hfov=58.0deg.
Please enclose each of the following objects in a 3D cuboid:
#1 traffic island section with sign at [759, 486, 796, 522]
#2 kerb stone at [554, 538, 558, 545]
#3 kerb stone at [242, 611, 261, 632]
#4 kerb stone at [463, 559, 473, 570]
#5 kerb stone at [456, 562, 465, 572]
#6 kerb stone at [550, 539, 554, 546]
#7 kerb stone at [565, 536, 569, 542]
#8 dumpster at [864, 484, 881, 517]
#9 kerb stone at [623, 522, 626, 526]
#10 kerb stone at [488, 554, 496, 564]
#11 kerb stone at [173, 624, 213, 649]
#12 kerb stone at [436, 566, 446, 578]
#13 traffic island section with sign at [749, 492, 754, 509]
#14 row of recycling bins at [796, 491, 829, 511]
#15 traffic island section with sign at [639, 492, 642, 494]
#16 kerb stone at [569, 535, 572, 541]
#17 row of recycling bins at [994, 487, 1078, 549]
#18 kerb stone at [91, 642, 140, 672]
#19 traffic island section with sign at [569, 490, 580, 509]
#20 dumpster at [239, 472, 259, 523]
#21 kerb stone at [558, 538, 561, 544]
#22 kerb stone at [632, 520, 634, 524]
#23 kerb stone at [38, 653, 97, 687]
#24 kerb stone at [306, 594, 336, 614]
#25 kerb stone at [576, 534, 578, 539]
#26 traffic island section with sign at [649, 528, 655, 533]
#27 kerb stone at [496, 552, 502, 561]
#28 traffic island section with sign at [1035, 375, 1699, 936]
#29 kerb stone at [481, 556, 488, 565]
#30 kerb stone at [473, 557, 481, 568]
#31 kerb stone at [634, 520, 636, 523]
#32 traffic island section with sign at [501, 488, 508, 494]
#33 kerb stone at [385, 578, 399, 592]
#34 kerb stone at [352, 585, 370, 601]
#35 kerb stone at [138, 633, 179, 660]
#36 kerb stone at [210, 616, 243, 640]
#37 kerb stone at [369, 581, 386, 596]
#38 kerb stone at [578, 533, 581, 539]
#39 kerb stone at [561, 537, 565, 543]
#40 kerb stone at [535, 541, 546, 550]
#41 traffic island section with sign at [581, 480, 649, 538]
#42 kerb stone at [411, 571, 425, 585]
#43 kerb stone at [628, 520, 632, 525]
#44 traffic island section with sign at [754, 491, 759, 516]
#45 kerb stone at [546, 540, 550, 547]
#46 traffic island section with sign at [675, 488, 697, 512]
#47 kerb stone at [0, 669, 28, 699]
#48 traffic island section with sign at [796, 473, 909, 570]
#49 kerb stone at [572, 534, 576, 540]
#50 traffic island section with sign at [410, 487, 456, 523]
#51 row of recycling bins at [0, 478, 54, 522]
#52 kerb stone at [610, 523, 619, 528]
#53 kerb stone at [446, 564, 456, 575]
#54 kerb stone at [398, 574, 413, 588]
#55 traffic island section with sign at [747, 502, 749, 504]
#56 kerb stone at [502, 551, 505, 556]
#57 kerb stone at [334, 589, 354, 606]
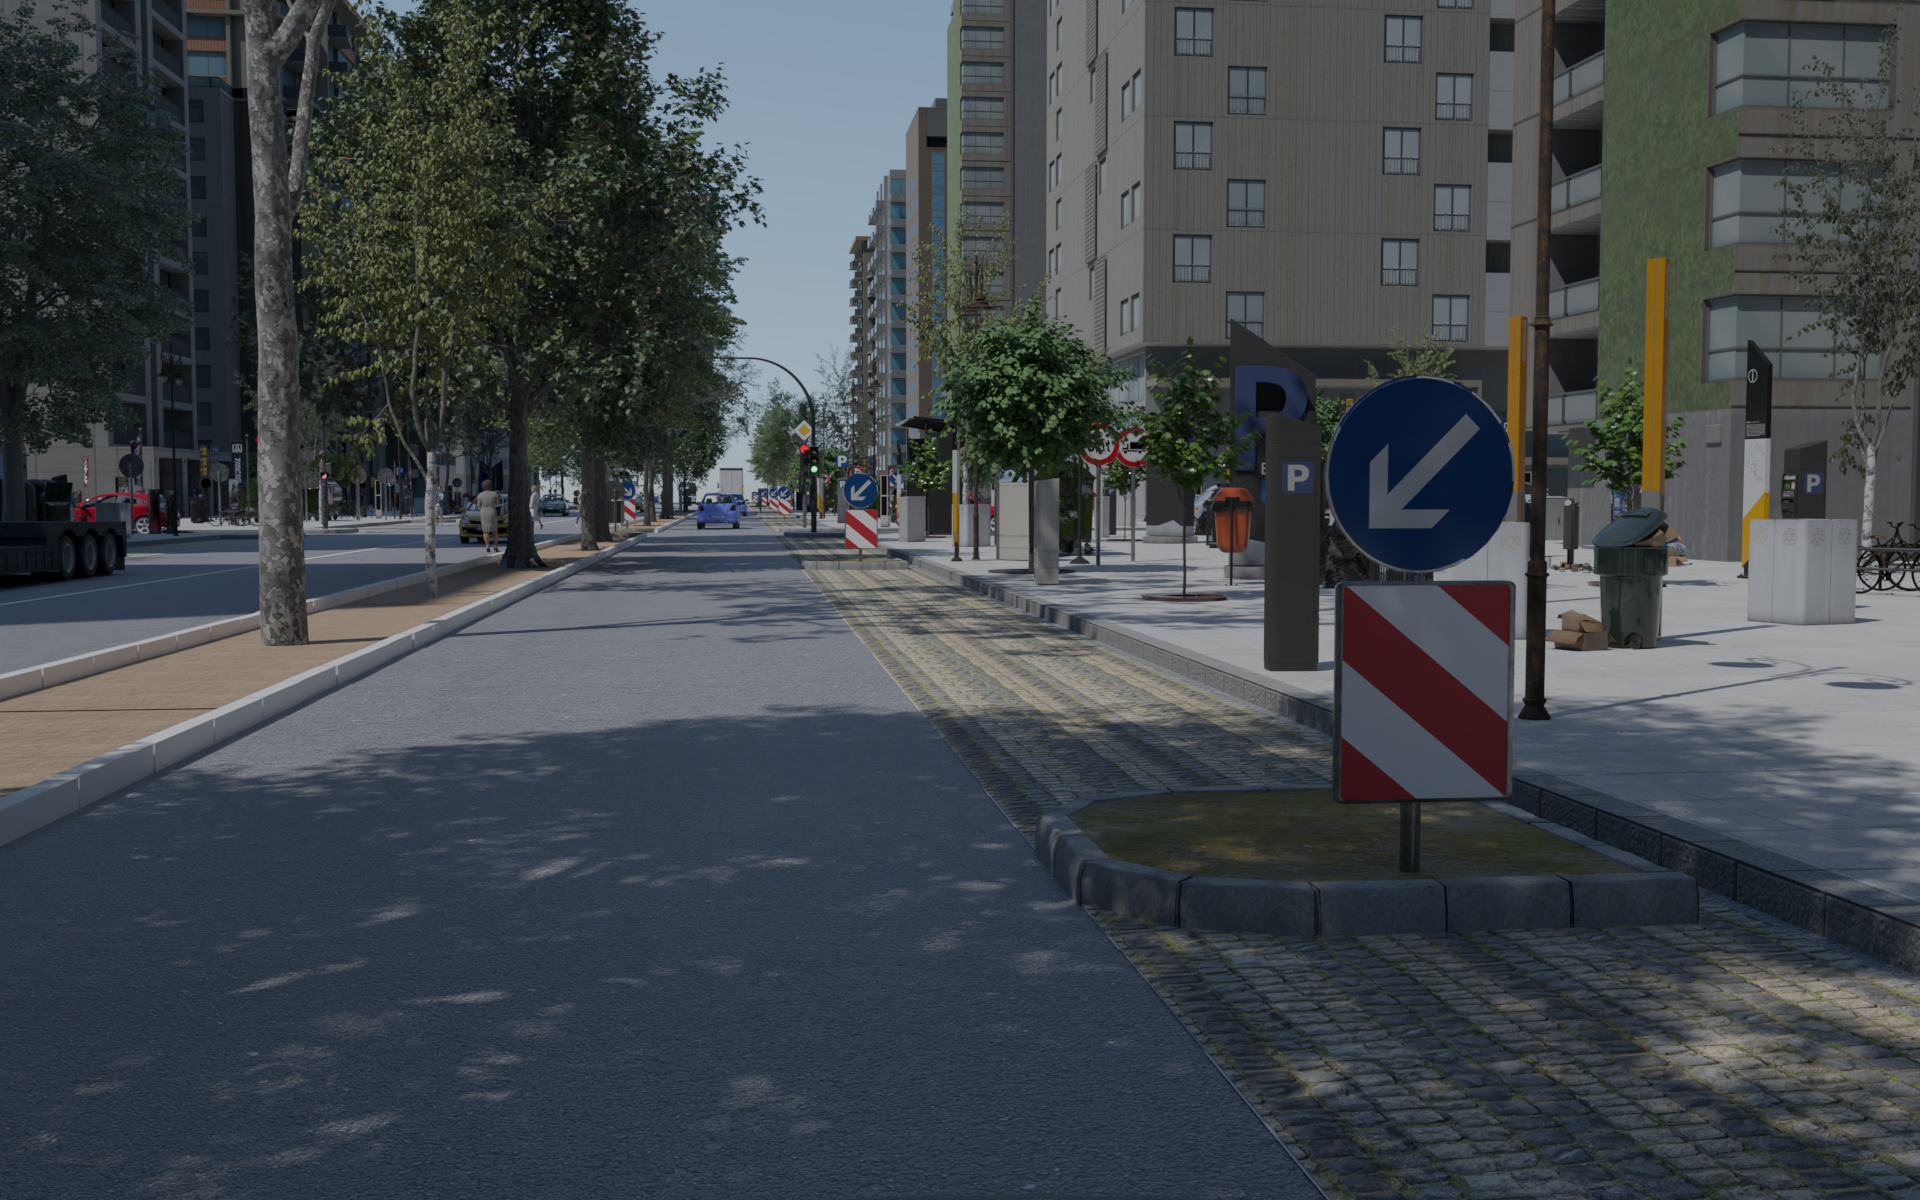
[{"bbox_3d":[-9.072,-4.867,88.204,1.989,1.847,2.006,0,4,-7],"label":"traffic island section with sign"},{"bbox_3d":[-11.291,-1.567,47.815,0.120,0.150,1.000,0,4,-7],"label":"kerb stone"},{"bbox_3d":[-7.522,0.244,18.318,0.120,0.150,1.000,0,4,-7],"label":"kerb stone"},{"bbox_3d":[-9.339,-0.635,32.576,0.120,0.150,1.000,0,4,-7],"label":"kerb stone"},{"bbox_3d":[-9.213,-0.569,31.554,0.120,0.150,1.000,0,4,-7],"label":"kerb stone"},{"bbox_3d":[-11.153,-1.505,46.802,0.120,0.150,1.000,0,4,-7],"label":"kerb stone"},{"bbox_3d":[-11.676,-1.742,50.861,0.120,0.150,1.000,0,4,-7],"label":"kerb stone"},{"bbox_3d":[-5.040,-5.670,95.202,1.502,2.255,1.985,0,4,-7],"label":"dumpster"},{"bbox_3d":[-14.979,-3.335,76.762,0.120,0.150,1.000,0,4,-7],"label":"kerb stone"},{"bbox_3d":[-9.735,-0.821,35.617,0.120,0.150,1.000,0,4,-7],"label":"kerb stone"},{"bbox_3d":[-7.261,0.362,16.288,0.120,0.150,1.000,0,4,-7],"label":"kerb stone"},{"bbox_3d":[-8.955,-0.448,29.526,0.120,0.150,1.000,0,4,-7],"label":"kerb stone"},{"bbox_3d":[-18.695,-9.482,163.656,1.989,1.847,2.006,0,4,-7],"label":"traffic island section with sign"},{"bbox_3d":[-11.547,-7.846,135.389,3.534,1.692,1.069,3,5,43],"label":"row of recycling bins"},{"bbox_3d":[-49.872,-16.080,271.527,1.989,1.847,2.006,0,4,-7],"label":"traffic island section with sign"},{"bbox_3d":[-11.808,-1.815,51.877,0.120,0.150,1.000,0,4,-7],"label":"kerb stone"},{"bbox_3d":[1.817,-2.149,42.244,1.069,1.692,3.534,-2,4,-24],"label":"row of recycling bins"},{"bbox_3d":[-7.006,0.486,14.259,0.120,0.150,1.000,0,4,-7],"label":"kerb stone"},{"bbox_3d":[-36.007,-9.436,162.904,1.989,1.847,2.006,0,4,-7],"label":"traffic island section with sign"},{"bbox_3d":[-31.574,-4.556,76.978,1.502,2.255,1.985,0,4,-7],"label":"dumpster"},{"bbox_3d":[-11.421,-1.628,48.829,0.120,0.150,1.000,0,4,-7],"label":"kerb stone"},{"bbox_3d":[-15.629,-3.648,81.844,0.120,0.150,1.000,0,4,-7],"label":"kerb stone"},{"bbox_3d":[-6.871,0.548,13.243,0.120,0.150,1.000,0,4,-7],"label":"kerb stone"},{"bbox_3d":[-7.911,0.050,21.374,0.120,0.150,1.000,0,4,-7],"label":"kerb stone"},{"bbox_3d":[-12.066,-1.940,53.907,0.120,0.150,1.000,0,4,-7],"label":"kerb stone"},{"bbox_3d":[-12.393,-3.459,64.690,2.006,1.907,1.989,0,4,-7],"label":"traffic island section with sign"},{"bbox_3d":[-9.863,-0.883,36.634,0.120,0.150,1.000,0,4,-7],"label":"kerb stone"},{"bbox_3d":[1.340,0.127,6.548,1.989,1.847,2.006,0,4,-7],"label":"traffic island section with sign"},{"bbox_3d":[-9.610,-0.754,34.602,0.120,0.150,1.000,0,4,-7],"label":"kerb stone"},{"bbox_3d":[-9.471,-0.697,33.589,0.120,0.150,1.000,0,4,-7],"label":"kerb stone"},{"bbox_3d":[-15.888,-3.772,83.871,0.120,0.150,1.000,0,4,-7],"label":"kerb stone"},{"bbox_3d":[-29.659,-6.390,113.105,1.989,1.847,2.006,0,4,-7],"label":"traffic island section with sign"},{"bbox_3d":[-8.440,-0.198,25.445,0.120,0.150,1.000,0,4,-7],"label":"kerb stone"},{"bbox_3d":[-8.176,-0.074,23.407,0.120,0.150,1.000,0,4,-7],"label":"kerb stone"},{"bbox_3d":[-7.133,0.427,15.273,0.120,0.150,1.000,0,4,-7],"label":"kerb stone"},{"bbox_3d":[-7.391,0.299,17.304,0.120,0.150,1.000,0,4,-7],"label":"kerb stone"},{"bbox_3d":[-8.301,-0.136,24.427,0.120,0.150,1.000,0,4,-7],"label":"kerb stone"},{"bbox_3d":[-12.192,-2.000,54.922,0.120,0.150,1.000,0,4,-7],"label":"kerb stone"},{"bbox_3d":[-11.548,-1.689,49.846,0.120,0.150,1.000,0,4,-7],"label":"kerb stone"},{"bbox_3d":[-10.894,-1.381,44.770,0.120,0.150,1.000,0,4,-7],"label":"kerb stone"},{"bbox_3d":[-11.465,-3.009,57.341,2.006,1.907,1.989,0,4,-7],"label":"traffic island section with sign"},{"bbox_3d":[-8.686,-0.324,27.488,0.120,0.150,1.000,0,4,-7],"label":"kerb stone"},{"bbox_3d":[-15.500,-3.580,80.830,0.120,0.150,1.000,0,4,-7],"label":"kerb stone"},{"bbox_3d":[-12.484,-6.509,115.048,1.989,1.847,2.006,0,4,-7],"label":"traffic island section with sign"},{"bbox_3d":[-11.033,-1.442,45.785,0.120,0.150,1.000,0,4,-7],"label":"kerb stone"},{"bbox_3d":[-21.912,-8.018,139.225,2.006,1.907,1.989,0,4,-7],"label":"traffic island section with sign"},{"bbox_3d":[-6.746,0.610,12.228,0.120,0.150,1.000,0,4,-7],"label":"kerb stone"},{"bbox_3d":[-2.072,-1.514,33.389,1.989,1.847,2.006,0,4,-7],"label":"traffic island section with sign"},{"bbox_3d":[-11.927,-1.877,52.892,0.120,0.150,1.000,0,4,-7],"label":"kerb stone"},{"bbox_3d":[-26.246,-4.755,86.366,1.989,1.847,2.006,0,4,-7],"label":"traffic island section with sign"},{"bbox_3d":[-25.288,-2.430,46.840,1.069,1.692,3.534,0,4,-4],"label":"row of recycling bins"},{"bbox_3d":[-14.334,-3.022,71.688,0.120,0.150,1.000,0,4,-7],"label":"kerb stone"},{"bbox_3d":[-9.083,-0.510,30.540,0.120,0.150,1.000,0,4,-7],"label":"kerb stone"},{"bbox_3d":[-8.557,-0.260,26.462,0.120,0.150,1.000,0,4,-7],"label":"kerb stone"},{"bbox_3d":[-22.195,-11.160,191.101,1.989,1.847,2.006,0,4,-7],"label":"traffic island section with sign"},{"bbox_3d":[-9.989,-0.945,37.654,0.120,0.150,1.000,0,4,-7],"label":"kerb stone"},{"bbox_3d":[-8.037,-0.008,22.391,0.120,0.150,1.000,0,4,-7],"label":"kerb stone"}]
